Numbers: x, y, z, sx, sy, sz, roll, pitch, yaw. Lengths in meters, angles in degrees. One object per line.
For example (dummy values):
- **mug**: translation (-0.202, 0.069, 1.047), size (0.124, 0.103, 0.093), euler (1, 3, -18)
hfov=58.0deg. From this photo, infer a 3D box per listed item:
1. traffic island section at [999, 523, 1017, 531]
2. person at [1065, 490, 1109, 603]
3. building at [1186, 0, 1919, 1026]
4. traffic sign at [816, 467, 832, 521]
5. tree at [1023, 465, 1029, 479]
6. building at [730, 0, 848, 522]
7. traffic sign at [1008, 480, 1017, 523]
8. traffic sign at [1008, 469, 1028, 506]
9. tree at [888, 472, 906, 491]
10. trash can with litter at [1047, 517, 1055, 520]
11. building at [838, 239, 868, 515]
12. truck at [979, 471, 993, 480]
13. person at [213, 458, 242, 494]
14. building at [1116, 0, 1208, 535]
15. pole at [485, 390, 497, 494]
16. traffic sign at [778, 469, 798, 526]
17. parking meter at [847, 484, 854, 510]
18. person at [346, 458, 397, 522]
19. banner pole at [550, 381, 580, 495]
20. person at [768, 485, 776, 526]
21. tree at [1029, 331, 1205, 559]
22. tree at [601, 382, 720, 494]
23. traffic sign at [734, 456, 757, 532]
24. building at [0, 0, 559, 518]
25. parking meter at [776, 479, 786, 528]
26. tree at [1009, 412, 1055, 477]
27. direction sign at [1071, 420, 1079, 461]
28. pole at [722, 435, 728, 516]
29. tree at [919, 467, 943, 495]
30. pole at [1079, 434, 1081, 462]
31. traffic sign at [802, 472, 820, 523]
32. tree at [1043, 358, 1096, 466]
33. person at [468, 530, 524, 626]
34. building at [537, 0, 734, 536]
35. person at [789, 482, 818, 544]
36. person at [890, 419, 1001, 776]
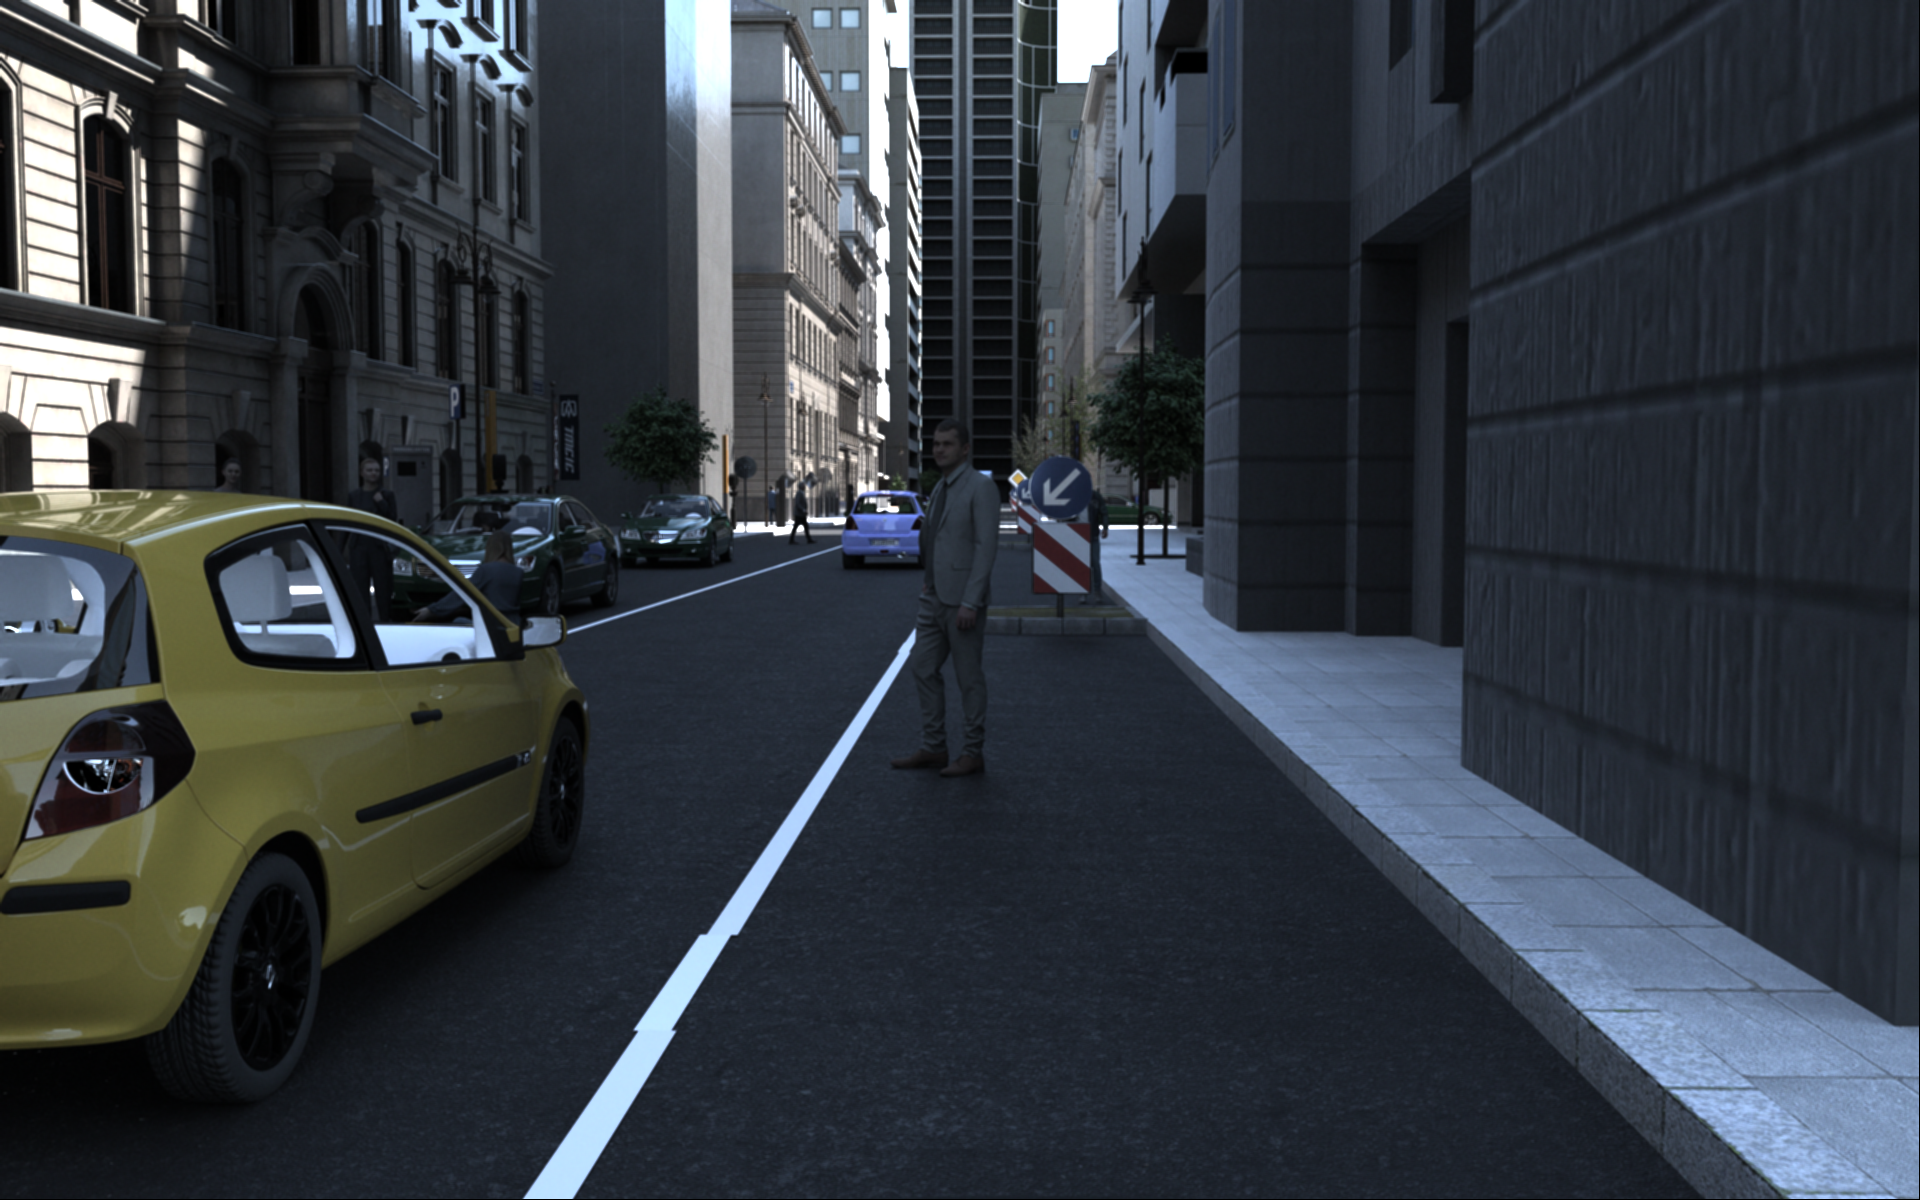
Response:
- **traffic island section**: translation (2.312, -2.819, 68.379), size (2.009, 0.180, 2.903), euler (0, 4, 2)
- **person**: translation (1.646, -0.859, 22.895), size (0.623, 1.781, 0.721), euler (0, 4, -1)
- **building**: translation (13.122, -28.995, 16.070), size (21.231, 58.520, 28.212), euler (0, 4, 2)
- **traffic sign**: translation (-6.520, -5.062, 82.876), size (0.768, 2.556, 0.104), euler (0, 4, 8)
- **tree**: translation (7.099, -10.774, 159.873), size (4.285, 4.588, 4.351), euler (0, 3, 0)
- **building**: translation (-13.080, -17.878, 89.569), size (12.463, 27.353, 25.104), euler (0, 4, 2)
- **traffic sign**: translation (2.507, -4.443, 76.284), size (0.795, 2.450, 0.064), euler (0, 4, 2)
- **traffic sign**: translation (2.289, -3.955, 68.302), size (0.795, 2.450, 0.064), euler (0, 4, 2)
- **tree**: translation (-5.591, -9.642, 152.250), size (1.663, 3.219, 1.824), euler (0, 3, 0)
- **trash can with litter**: translation (4.744, -4.591, 86.446), size (0.624, 1.170, 1.055), euler (-2, 4, -30)
- **building**: translation (-11.974, -15.127, 111.952), size (10.561, 19.102, 19.286), euler (0, 4, 2)
- **truck**: translation (2.573, -12.476, 193.748), size (2.967, 4.110, 18.799), euler (0, 4, 1)
- **person**: translation (-7.045, -0.484, 16.747), size (0.374, 1.781, 0.599), euler (1, 4, 13)
- **building**: translation (18.979, -28.296, 51.886), size (28.713, 52.752, 27.495), euler (0, 4, 2)
- **pole**: translation (-9.243, -2.467, 34.173), size (0.158, 3.312, 0.155), euler (0, 3, 0)
- **traffic sign**: translation (-6.802, -3.971, 68.571), size (0.795, 2.450, 0.064), euler (0, 4, 2)
- **parking meter**: translation (-6.533, -5.986, 103.581), size (0.255, 1.863, 0.399), euler (2, 4, 30)
- **person**: translation (-5.684, -0.473, 16.662), size (0.576, 1.772, 0.534), euler (-2, 4, -26)
- **banner pole**: translation (-8.802, -2.961, 38.430), size (0.863, 3.779, 0.401), euler (1, 4, 15)
- **person**: translation (-7.866, -3.932, 72.974), size (0.721, 1.800, 0.419), euler (0, 4, 3)
- **tree**: translation (4.193, -3.130, 34.896), size (4.285, 4.588, 4.351), euler (0, 3, 0)
- **tree**: translation (-8.668, -4.079, 50.403), size (4.285, 4.588, 4.351), euler (0, 3, 0)
- **traffic sign**: translation (-7.196, -3.544, 58.046), size (0.768, 2.556, 0.104), euler (0, 4, 3)
- **building**: translation (-16.802, -12.881, 29.696), size (14.460, 24.649, 34.723), euler (0, 4, 2)
- **parking meter**: translation (-6.856, -3.700, 66.209), size (0.255, 1.863, 0.399), euler (-2, 4, -33)
- **tree**: translation (6.494, -12.487, 154.523), size (4.360, 8.622, 3.978), euler (0, 3, 0)
- **direction sign**: translation (3.540, -3.755, 53.395), size (0.379, 3.537, 0.876), euler (-1, 4, -12)
- **pole**: translation (-8.097, -4.033, 59.781), size (0.158, 3.312, 0.155), euler (0, 3, 0)
- **tree**: translation (-3.455, -13.743, 208.415), size (4.285, 4.588, 4.351), euler (0, 3, 0)
- **pole**: translation (3.982, -3.952, 58.458), size (0.158, 3.312, 0.155), euler (0, 3, 0)
- **traffic sign**: translation (-6.583, -4.459, 76.553), size (0.795, 2.450, 0.064), euler (0, 4, 2)
- **tree**: translation (6.384, -8.827, 94.684), size (4.737, 8.622, 4.395), euler (0, 3, 0)
- **person**: translation (-3.808, 0.019, 13.693), size (1.012, 1.151, 0.738), euler (-3, 5, -41)
- **building**: translation (-23.651, -14.747, 60.186), size (30.058, 24.678, 14.314), euler (0, 4, 2)
- **person**: translation (-4.496, -2.494, 49.680), size (0.834, 1.777, 0.661), euler (0, 4, -5)
- **person**: translation (-0.028, -0.018, 8.901), size (0.391, 1.810, 0.635), euler (-3, 4, -39)
